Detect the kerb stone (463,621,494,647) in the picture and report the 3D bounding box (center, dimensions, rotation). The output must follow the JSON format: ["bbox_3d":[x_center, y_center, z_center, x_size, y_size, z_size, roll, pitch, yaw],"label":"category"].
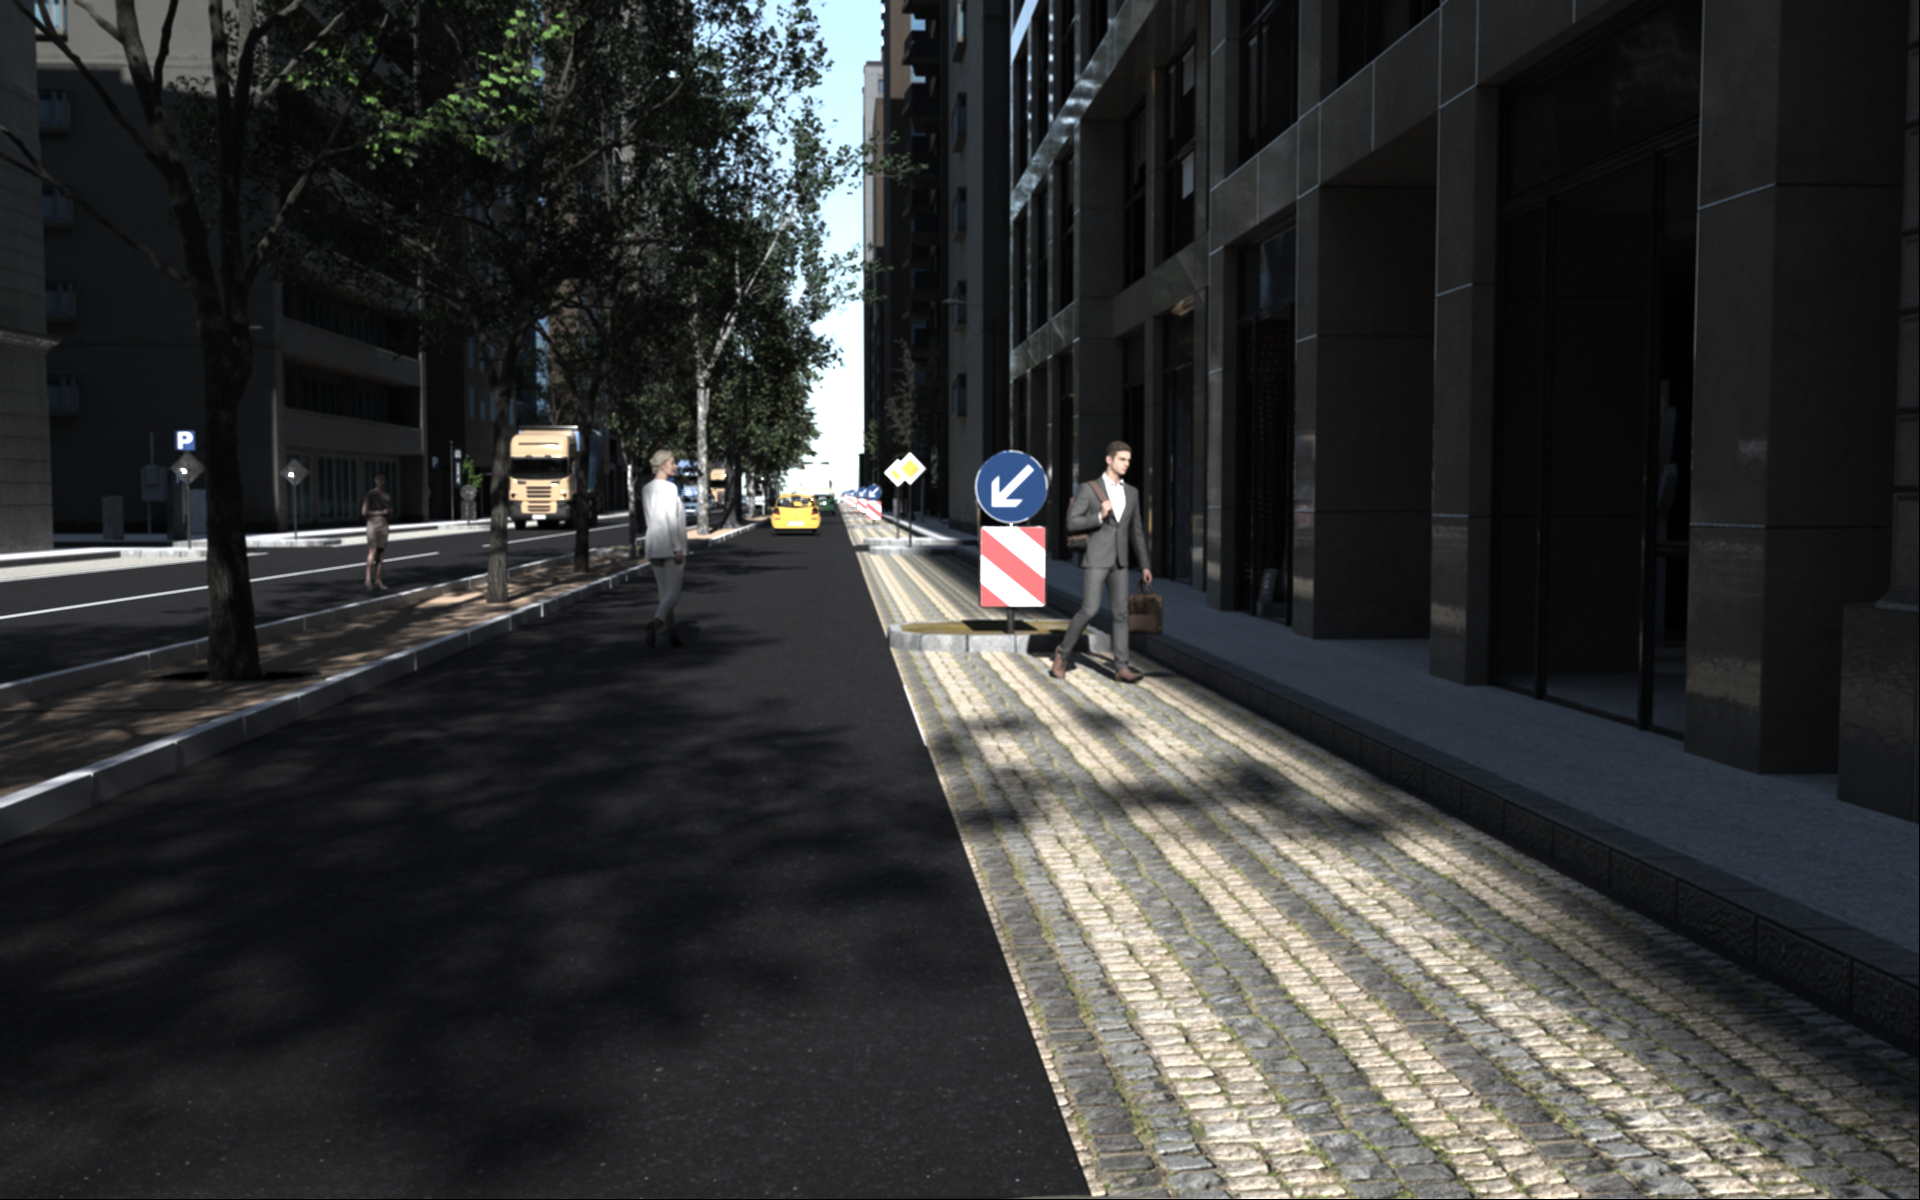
[{"bbox_3d":[-4.662,0.341,16.624,0.120,0.150,1.000,0,4,-4],"label":"kerb stone"}]

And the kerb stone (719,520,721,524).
[{"bbox_3d":[-11.473,-3.623,81.433,0.120,0.150,1.000,0,4,-4],"label":"kerb stone"}]

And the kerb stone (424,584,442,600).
[{"bbox_3d":[-7.278,-0.087,23.619,0.120,0.150,1.000,0,4,-4],"label":"kerb stone"}]

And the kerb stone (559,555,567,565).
[{"bbox_3d":[-8.100,-0.776,34.876,0.120,0.150,1.000,0,4,-4],"label":"kerb stone"}]

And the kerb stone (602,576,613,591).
[{"bbox_3d":[-5.341,-0.221,25.829,0.120,0.150,1.000,0,4,-4],"label":"kerb stone"}]

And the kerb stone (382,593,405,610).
[{"bbox_3d":[-7.134,0.038,21.579,0.120,0.150,1.000,0,4,-4],"label":"kerb stone"}]

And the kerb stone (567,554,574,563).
[{"bbox_3d":[-8.188,-0.838,35.898,0.120,0.150,1.000,0,4,-4],"label":"kerb stone"}]

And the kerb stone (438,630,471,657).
[{"bbox_3d":[-4.594,0.405,15.597,0.120,0.150,1.000,0,4,-4],"label":"kerb stone"}]

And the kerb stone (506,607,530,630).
[{"bbox_3d":[-4.816,0.215,18.672,0.120,0.150,1.000,0,4,-4],"label":"kerb stone"}]

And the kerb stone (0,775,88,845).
[{"bbox_3d":[-4.003,0.903,7.434,0.120,0.150,1.000,0,4,-4],"label":"kerb stone"}]

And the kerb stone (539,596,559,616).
[{"bbox_3d":[-4.969,0.091,20.711,0.120,0.150,1.000,0,4,-4],"label":"kerb stone"}]

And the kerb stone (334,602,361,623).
[{"bbox_3d":[-6.985,0.162,19.540,0.120,0.150,1.000,0,4,-4],"label":"kerb stone"}]

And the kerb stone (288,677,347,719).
[{"bbox_3d":[-4.296,0.657,11.513,0.120,0.150,1.000,0,4,-4],"label":"kerb stone"}]

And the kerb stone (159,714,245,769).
[{"bbox_3d":[-4.155,0.778,9.472,0.120,0.150,1.000,0,4,-4],"label":"kerb stone"}]

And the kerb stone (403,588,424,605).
[{"bbox_3d":[-7.205,-0.024,22.599,0.120,0.150,1.000,0,4,-4],"label":"kerb stone"}]

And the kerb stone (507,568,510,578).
[{"bbox_3d":[-7.658,-0.400,28.731,0.120,0.150,1.000,0,4,-4],"label":"kerb stone"}]

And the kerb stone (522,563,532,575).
[{"bbox_3d":[-7.797,-0.525,30.774,0.120,0.150,1.000,0,4,-4],"label":"kerb stone"}]

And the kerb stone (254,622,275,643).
[{"bbox_3d":[-6.766,0.350,16.478,0.120,0.150,1.000,0,4,-4],"label":"kerb stone"}]

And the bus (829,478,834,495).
[{"bbox_3d":[-19.273,-15.352,242.549,2.896,3.916,12.252,0,4,-3],"label":"bus"}]

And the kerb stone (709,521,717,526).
[{"bbox_3d":[-11.331,-3.495,79.386,0.120,0.150,1.000,0,4,-4],"label":"kerb stone"}]

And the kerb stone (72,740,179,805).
[{"bbox_3d":[-4.079,0.841,8.453,0.120,0.150,1.000,0,4,-4],"label":"kerb stone"}]

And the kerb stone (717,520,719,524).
[{"bbox_3d":[-11.413,-3.560,80.404,0.120,0.150,1.000,0,4,-4],"label":"kerb stone"}]

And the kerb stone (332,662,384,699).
[{"bbox_3d":[-4.380,0.591,12.531,0.120,0.150,1.000,0,4,-4],"label":"kerb stone"}]

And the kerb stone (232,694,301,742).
[{"bbox_3d":[-4.223,0.716,10.493,0.120,0.150,1.000,0,4,-4],"label":"kerb stone"}]

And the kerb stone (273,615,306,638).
[{"bbox_3d":[-6.843,0.287,17.497,0.120,0.150,1.000,0,4,-4],"label":"kerb stone"}]

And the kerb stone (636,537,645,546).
[{"bbox_3d":[-9.181,-1.685,49.738,0.120,0.150,1.000,0,4,-4],"label":"kerb stone"}]

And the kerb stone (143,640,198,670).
[{"bbox_3d":[-6.619,0.474,14.439,0.120,0.150,1.000,0,4,-4],"label":"kerb stone"}]

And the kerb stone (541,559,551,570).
[{"bbox_3d":[-7.951,-0.648,32.826,0.120,0.150,1.000,0,4,-4],"label":"kerb stone"}]

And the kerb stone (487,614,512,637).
[{"bbox_3d":[-4.744,0.278,17.653,0.120,0.150,1.000,0,4,-4],"label":"kerb stone"}]

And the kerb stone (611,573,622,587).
[{"bbox_3d":[-5.407,-0.285,26.849,0.120,0.150,1.000,0,4,-4],"label":"kerb stone"}]

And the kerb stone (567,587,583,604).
[{"bbox_3d":[-5.119,-0.031,22.765,0.120,0.150,1.000,0,4,-4],"label":"kerb stone"}]

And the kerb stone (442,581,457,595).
[{"bbox_3d":[-7.362,-0.145,24.639,0.120,0.150,1.000,0,4,-4],"label":"kerb stone"}]

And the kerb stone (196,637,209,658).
[{"bbox_3d":[-6.684,0.412,15.459,0.120,0.150,1.000,0,4,-4],"label":"kerb stone"}]

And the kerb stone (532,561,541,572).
[{"bbox_3d":[-7.879,-0.588,31.806,0.120,0.150,1.000,0,4,-4],"label":"kerb stone"}]

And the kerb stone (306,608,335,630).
[{"bbox_3d":[-6.913,0.225,18.517,0.120,0.150,1.000,0,4,-4],"label":"kerb stone"}]

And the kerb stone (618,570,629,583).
[{"bbox_3d":[-5.491,-0.347,27.872,0.120,0.150,1.000,0,4,-4],"label":"kerb stone"}]

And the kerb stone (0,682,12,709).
[{"bbox_3d":[-6.396,0.666,11.365,0.120,0.150,1.000,0,4,-4],"label":"kerb stone"}]

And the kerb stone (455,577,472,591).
[{"bbox_3d":[-7.435,-0.210,25.658,0.120,0.150,1.000,0,4,-4],"label":"kerb stone"}]

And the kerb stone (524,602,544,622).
[{"bbox_3d":[-4.904,0.153,19.691,0.120,0.150,1.000,0,4,-4],"label":"kerb stone"}]

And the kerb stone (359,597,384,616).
[{"bbox_3d":[-7.063,0.100,20.560,0.120,0.150,1.000,0,4,-4],"label":"kerb stone"}]

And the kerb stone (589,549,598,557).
[{"bbox_3d":[-8.475,-1.088,39.992,0.120,0.150,1.000,0,4,-4],"label":"kerb stone"}]

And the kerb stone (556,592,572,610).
[{"bbox_3d":[-5.042,0.031,21.736,0.120,0.150,1.000,0,4,-4],"label":"kerb stone"}]

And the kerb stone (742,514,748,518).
[{"bbox_3d":[-13.482,-5.311,109.038,0.120,0.150,1.000,0,4,-4],"label":"kerb stone"}]

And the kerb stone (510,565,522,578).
[{"bbox_3d":[-7.721,-0.462,29.751,0.120,0.150,1.000,0,4,-4],"label":"kerb stone"}]

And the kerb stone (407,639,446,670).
[{"bbox_3d":[-4.519,0.466,14.578,0.120,0.150,1.000,0,4,-4],"label":"kerb stone"}]

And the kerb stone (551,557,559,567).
[{"bbox_3d":[-8.029,-0.713,33.848,0.120,0.150,1.000,0,4,-4],"label":"kerb stone"}]

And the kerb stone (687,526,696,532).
[{"bbox_3d":[-10.442,-2.747,67.118,0.120,0.150,1.000,0,4,-4],"label":"kerb stone"}]

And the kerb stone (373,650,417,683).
[{"bbox_3d":[-4.454,0.529,13.553,0.120,0.150,1.000,0,4,-4],"label":"kerb stone"}]

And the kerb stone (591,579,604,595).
[{"bbox_3d":[-5.266,-0.160,24.810,0.120,0.150,1.000,0,4,-4],"label":"kerb stone"}]

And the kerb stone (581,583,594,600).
[{"bbox_3d":[-5.191,-0.091,23.785,0.120,0.150,1.000,0,4,-4],"label":"kerb stone"}]

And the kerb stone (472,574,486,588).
[{"bbox_3d":[-7.503,-0.274,26.682,0.120,0.150,1.000,0,4,-4],"label":"kerb stone"}]

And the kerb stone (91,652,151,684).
[{"bbox_3d":[-6.548,0.540,13.410,0.120,0.150,1.000,0,4,-4],"label":"kerb stone"}]

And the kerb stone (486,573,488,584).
[{"bbox_3d":[-7.577,-0.337,27.702,0.120,0.150,1.000,0,4,-4],"label":"kerb stone"}]

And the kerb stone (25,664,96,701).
[{"bbox_3d":[-6.474,0.602,12.390,0.120,0.150,1.000,0,4,-4],"label":"kerb stone"}]
